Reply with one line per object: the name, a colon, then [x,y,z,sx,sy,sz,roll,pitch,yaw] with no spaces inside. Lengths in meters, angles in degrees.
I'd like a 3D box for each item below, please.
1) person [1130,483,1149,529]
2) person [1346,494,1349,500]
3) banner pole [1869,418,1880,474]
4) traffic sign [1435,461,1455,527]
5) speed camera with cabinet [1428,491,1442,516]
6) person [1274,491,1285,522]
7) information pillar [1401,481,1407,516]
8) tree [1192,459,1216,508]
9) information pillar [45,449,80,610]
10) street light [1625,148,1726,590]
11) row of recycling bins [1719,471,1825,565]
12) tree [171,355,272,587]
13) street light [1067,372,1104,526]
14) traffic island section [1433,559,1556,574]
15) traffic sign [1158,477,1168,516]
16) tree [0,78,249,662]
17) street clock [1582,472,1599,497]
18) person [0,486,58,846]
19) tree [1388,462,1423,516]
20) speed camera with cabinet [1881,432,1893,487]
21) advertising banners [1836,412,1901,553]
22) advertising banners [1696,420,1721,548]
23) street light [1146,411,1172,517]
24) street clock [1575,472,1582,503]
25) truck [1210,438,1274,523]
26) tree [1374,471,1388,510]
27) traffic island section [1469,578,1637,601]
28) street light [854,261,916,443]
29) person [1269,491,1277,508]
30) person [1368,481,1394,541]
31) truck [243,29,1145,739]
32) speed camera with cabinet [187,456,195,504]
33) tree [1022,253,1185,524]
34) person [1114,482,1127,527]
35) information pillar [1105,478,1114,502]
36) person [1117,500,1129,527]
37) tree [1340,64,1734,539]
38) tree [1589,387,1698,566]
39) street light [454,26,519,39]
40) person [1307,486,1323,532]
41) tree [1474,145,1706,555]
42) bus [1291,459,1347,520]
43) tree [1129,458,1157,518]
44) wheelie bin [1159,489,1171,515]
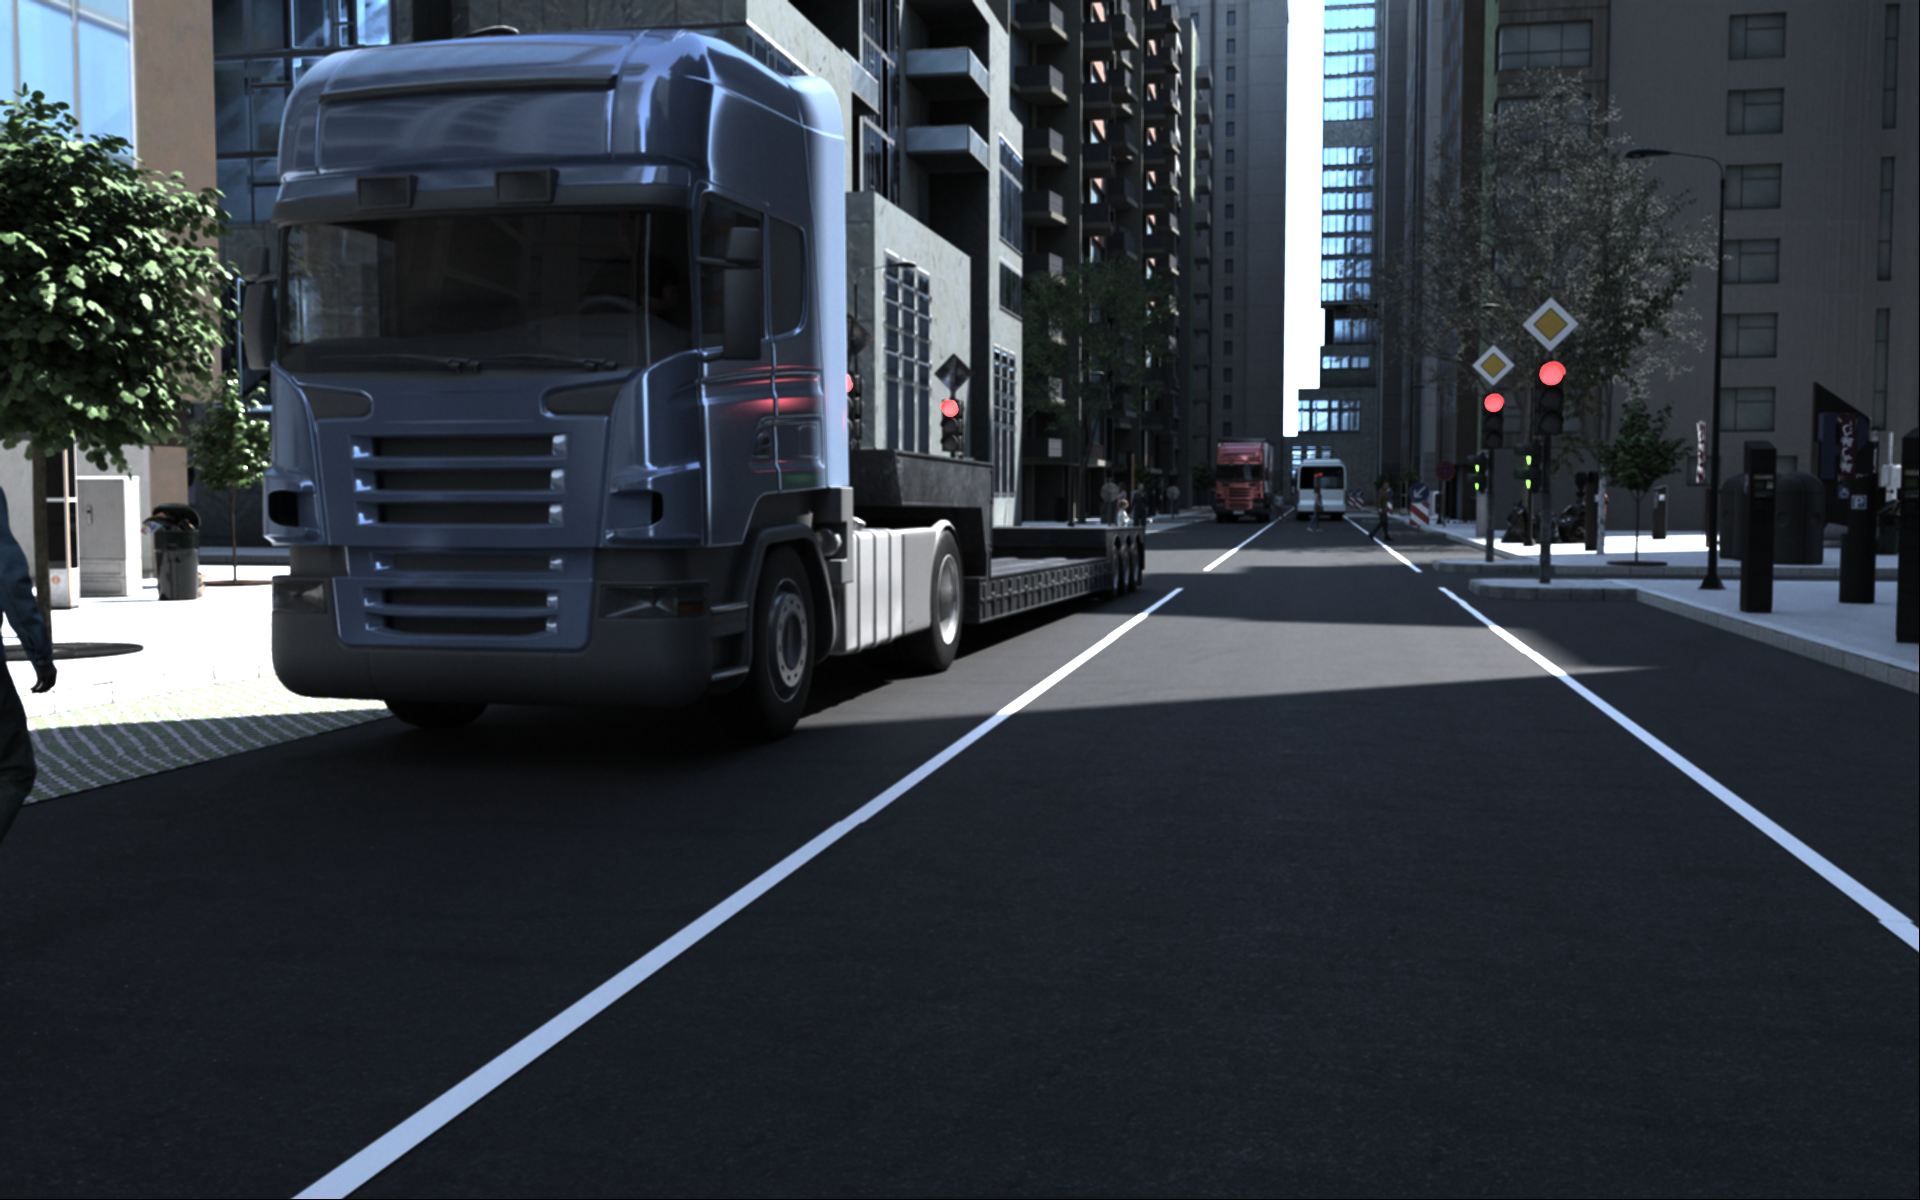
person: [5.701,-2.818,54.988,0.576,1.772,0.534,0,4,-3]
person: [33.409,-8.707,150.861,1.348,1.823,0.705,-2,4,-34]
banner pole: [29.873,-4.084,56.786,0.401,3.779,0.863,0,4,-2]
traffic sign: [18.807,-4.104,67.204,0.768,2.556,0.104,1,4,13]
speed camera with cabinet: [28.414,-6.542,101.303,2.038,3.252,0.660,-1,4,-17]
person: [16.534,-4.855,89.693,0.589,1.601,0.330,0,4,2]
information pillar: [25.854,-5.892,100.833,0.304,2.012,0.304,2,4,25]
tree: [21.690,-10.606,157.126,4.285,4.588,4.351,0,3,0]
information pillar: [-9.997,-0.900,19.209,0.304,2.012,0.304,-1,4,-8]
street light: [9.626,-3.106,23.324,1.470,5.913,1.316,1,4,12]
row of recycling bins: [15.394,-1.583,32.992,1.069,1.692,3.534,0,4,5]
tree: [-10.167,-1.813,24.250,1.663,3.219,1.824,0,3,0]
street light: [4.780,-5.724,66.121,1.470,5.913,1.316,1,4,12]
traffic island section: [10.021,-0.638,32.706,2.009,0.180,2.903,1,4,12]
traffic sign: [12.073,-6.187,103.286,0.606,2.300,0.079,1,4,16]
tree: [-7.286,-1.843,13.846,4.285,4.588,4.351,0,3,0]
street clock: [20.461,-3.143,55.965,0.358,2.002,0.471,0,4,-3]
person: [-3.099,0.219,5.258,0.601,1.785,0.444,1,4,13]
tree: [26.851,-6.680,103.823,1.663,3.219,1.824,0,3,0]
speed camera with cabinet: [29.941,-3.694,54.728,0.660,3.252,2.038,0,4,-3]
advertising banners: [19.732,-2.513,37.268,2.074,3.025,0.090,-1,4,-9]
advertising banners: [18.158,-2.789,41.784,2.074,3.025,0.090,-3,5,-44]
street light: [11.214,-7.647,97.569,1.470,5.913,1.316,1,4,12]
street clock: [20.642,-3.244,57.603,0.358,2.002,0.471,0,4,-2]
truck: [14.687,-6.141,89.323,2.839,4.237,11.283,1,4,12]
tree: [33.059,-8.477,133.202,1.663,3.219,1.824,0,3,0]
traffic island section: [8.422,-0.159,24.882,2.009,0.180,2.903,1,4,12]
street light: [-1.564,-3.809,34.824,1.470,5.913,1.316,1,4,12]
person: [31.345,-10.004,172.854,0.721,1.735,1.217,-3,4,-36]
person: [12.992,-2.746,53.303,0.836,1.842,0.656,0,4,-2]
truck: [-0.547,-1.675,17.144,2.967,4.110,18.799,1,4,13]
speed camera with cabinet: [-17.723,-2.704,38.551,0.660,3.252,2.038,0,4,-1]
tree: [5.379,-9.054,73.787,9.928,11.665,9.643,0,3,0]
person: [5.292,-2.976,57.165,0.388,1.821,0.555,-2,4,-24]
information pillar: [6.956,-4.654,80.587,0.304,2.012,0.304,3,4,36]
person: [3.808,-1.681,40.268,0.394,1.301,0.425,-2,4,-24]
tree: [16.172,-8.478,48.992,12.009,13.543,11.850,0,3,0]
tree: [12.181,-2.250,31.395,1.663,3.219,1.824,0,3,0]
street light: [-5.059,-2.748,17.465,1.470,5.913,1.316,1,4,12]
person: [13.575,-3.489,66.130,0.643,1.750,0.593,0,4,3]
tree: [13.382,-5.272,36.553,4.360,8.622,3.978,0,3,0]
bus: [20.332,-6.321,98.212,2.948,3.499,13.247,1,4,10]
tree: [9.748,-5.998,92.669,1.663,3.219,1.824,0,3,0]
wheelie bin: [12.870,-6.166,108.715,0.693,1.594,0.980,1,4,22]
